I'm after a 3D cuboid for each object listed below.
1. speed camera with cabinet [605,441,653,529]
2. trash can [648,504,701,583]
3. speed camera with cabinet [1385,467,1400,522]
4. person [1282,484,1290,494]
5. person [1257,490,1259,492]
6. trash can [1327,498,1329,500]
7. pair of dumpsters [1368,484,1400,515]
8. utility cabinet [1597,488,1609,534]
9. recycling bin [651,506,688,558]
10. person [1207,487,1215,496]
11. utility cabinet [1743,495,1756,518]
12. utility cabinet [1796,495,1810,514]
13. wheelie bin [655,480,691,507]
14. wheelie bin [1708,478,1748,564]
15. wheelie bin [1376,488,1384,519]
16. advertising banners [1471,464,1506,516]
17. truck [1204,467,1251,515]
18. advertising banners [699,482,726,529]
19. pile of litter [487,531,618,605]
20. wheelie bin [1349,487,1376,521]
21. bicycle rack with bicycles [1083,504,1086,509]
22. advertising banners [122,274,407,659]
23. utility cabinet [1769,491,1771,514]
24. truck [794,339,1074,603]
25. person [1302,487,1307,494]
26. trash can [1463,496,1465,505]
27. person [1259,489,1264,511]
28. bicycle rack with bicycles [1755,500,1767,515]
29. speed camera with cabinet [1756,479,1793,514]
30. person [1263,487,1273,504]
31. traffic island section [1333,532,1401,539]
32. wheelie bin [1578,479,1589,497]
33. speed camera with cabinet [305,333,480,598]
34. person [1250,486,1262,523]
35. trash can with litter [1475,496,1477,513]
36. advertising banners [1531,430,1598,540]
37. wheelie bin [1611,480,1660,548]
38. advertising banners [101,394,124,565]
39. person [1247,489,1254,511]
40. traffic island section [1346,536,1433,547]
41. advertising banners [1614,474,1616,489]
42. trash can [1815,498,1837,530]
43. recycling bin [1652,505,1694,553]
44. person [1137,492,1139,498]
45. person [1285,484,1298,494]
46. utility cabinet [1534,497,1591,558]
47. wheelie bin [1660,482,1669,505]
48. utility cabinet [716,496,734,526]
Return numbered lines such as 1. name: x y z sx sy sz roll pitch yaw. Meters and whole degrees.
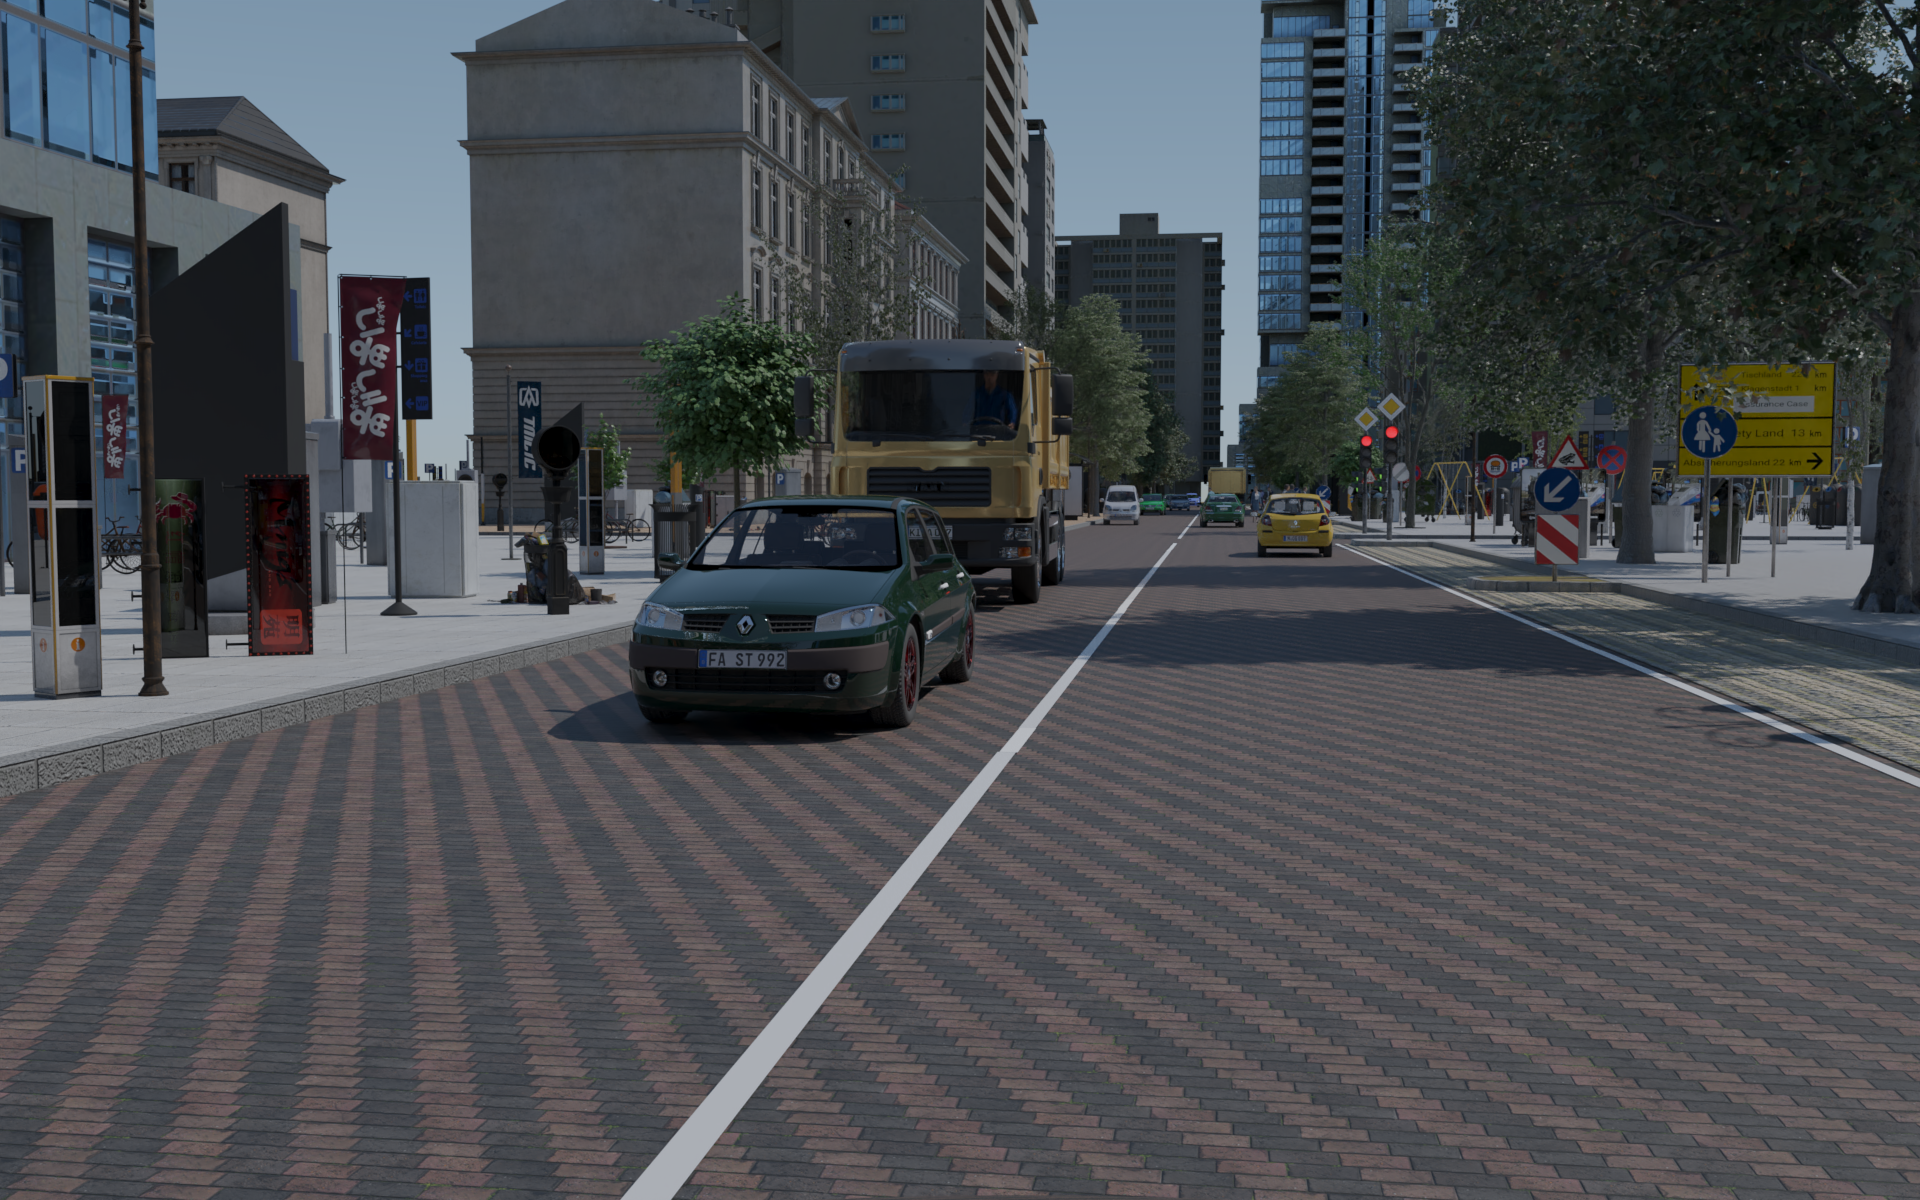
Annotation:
1. speed camera with cabinet: -12.455 -4.325 65.046 0.660 3.252 2.038 2 4 33
2. trash can: -4.136 -0.824 25.129 0.748 1.137 0.748 0 3 0
3. speed camera with cabinet: 19.859 -5.214 79.577 0.660 3.252 2.038 1 4 11
4. person: 13.588 -3.940 72.768 0.795 1.843 0.661 1 4 21
5. person: 26.168 -8.794 152.288 0.705 1.822 1.348 1 4 19
6. trash can: 26.370 -6.948 125.252 0.748 1.137 0.748 0 3 0
7. pair of dumpsters: 24.789 -6.031 101.102 1.574 2.255 4.437 1 4 8
8. utility cabinet: 20.098 -2.849 55.260 1.173 1.500 0.318 -1 4 -14
9. recycling bin: -5.896 -1.382 35.157 0.722 1.027 0.722 -1 4 -11
10. person: 14.821 -5.749 102.355 0.638 1.841 0.748 -1 4 -18
11. utility cabinet: 42.482 -5.047 93.681 1.020 1.237 0.306 0 4 -6
12. utility cabinet: 55.287 -6.264 113.576 1.020 1.237 0.306 -2 4 -27
13. wheelie bin: -6.640 -1.963 40.009 0.693 1.594 0.980 1 4 9
14. wheelie bin: 14.119 -1.470 31.940 0.693 1.594 0.980 2 4 32
15. wheelie bin: 20.943 -4.868 87.505 0.980 1.594 0.693 3 5 41
16. advertising banners: 30.298 -6.307 99.309 2.074 3.025 0.090 0 4 -3
17. truck: 19.073 -7.813 123.665 3.469 3.379 9.791 1 4 9
18. advertising banners: -9.952 -4.464 69.181 0.090 3.025 2.074 -3 5 -39
19. pile of litter: -4.825 -0.402 20.531 1.719 0.858 1.176 3 5 41
20. wheelie bin: 18.814 -4.494 81.386 0.980 1.594 0.693 -1 4 -18
21. bicycle rack with bicycles: 6.880 -6.009 111.632 2.852 0.926 2.925 -2 4 -34
22. advertising banners: -5.419 -1.068 13.655 2.074 3.025 0.090 -1 4 -18
23. utility cabinet: 50.668 -6.043 107.480 0.318 1.500 1.173 0 4 -5
24. truck: 0.064 -1.778 24.987 3.469 3.379 9.791 0 4 6
25. person: 19.731 -5.557 99.129 0.755 1.850 0.659 1 4 19
26. trash can: 33.436 -6.249 113.828 0.748 1.137 0.748 0 3 0
27. person: 26.040 -8.669 150.110 0.599 1.838 0.709 2 4 32
28. bicycle rack with bicycles: 47.976 -5.626 105.361 2.925 0.926 2.852 -2 4 -33
29. speed camera with cabinet: 51.470 -7.039 109.418 0.660 3.252 2.038 -3 5 -44
30. person: 20.343 -6.510 114.304 0.648 1.900 0.474 -2 4 -35
31. traffic island section: 13.098 -2.061 55.983 2.009 0.180 2.903 1 4 8
32. wheelie bin: 13.098 -1.800 37.339 0.980 1.594 0.693 0 4 -7
33. speed camera with cabinet: -7.080 -1.664 21.538 2.038 3.252 0.660 0 4 4
34. person: 14.895 -4.811 87.191 0.581 1.822 0.654 1 4 11
35. trash can with litter: 35.473 -6.533 117.871 2.233 1.210 1.678 0 4 1
36. advertising banners: 16.468 -3.122 47.240 0.090 3.025 2.074 -3 4 -38
37. wheelie bin: 15.909 -2.030 41.102 0.693 1.594 0.980 -1 4 -19
38. advertising banners: -15.565 -2.101 30.547 2.074 3.025 0.090 1 4 9
39. person: 25.007 -8.582 148.439 0.705 1.869 1.348 3 4 38
40. traffic island section: 11.936 -1.578 48.083 2.009 0.180 2.903 1 4 8
41. advertising banners: 39.331 -6.504 102.523 0.090 3.025 2.074 -3 5 -45
42. trash can: 31.277 -3.116 62.594 0.748 1.137 0.748 0 3 0
43. recycling bin: 15.698 -1.567 38.172 0.722 1.027 0.722 3 4 39
44. person: 21.934 -12.462 212.966 1.217 1.736 0.721 -1 4 -18
45. person: 12.711 -3.520 66.149 0.694 1.812 0.767 1 4 16
46. utility cabinet: 12.130 -1.451 34.891 1.020 1.237 0.306 2 4 32
47. wheelie bin: 18.505 -2.308 45.642 0.693 1.594 0.980 0 4 1
48. utility cabinet: -9.038 -3.371 66.274 1.020 1.237 0.306 0 4 5
